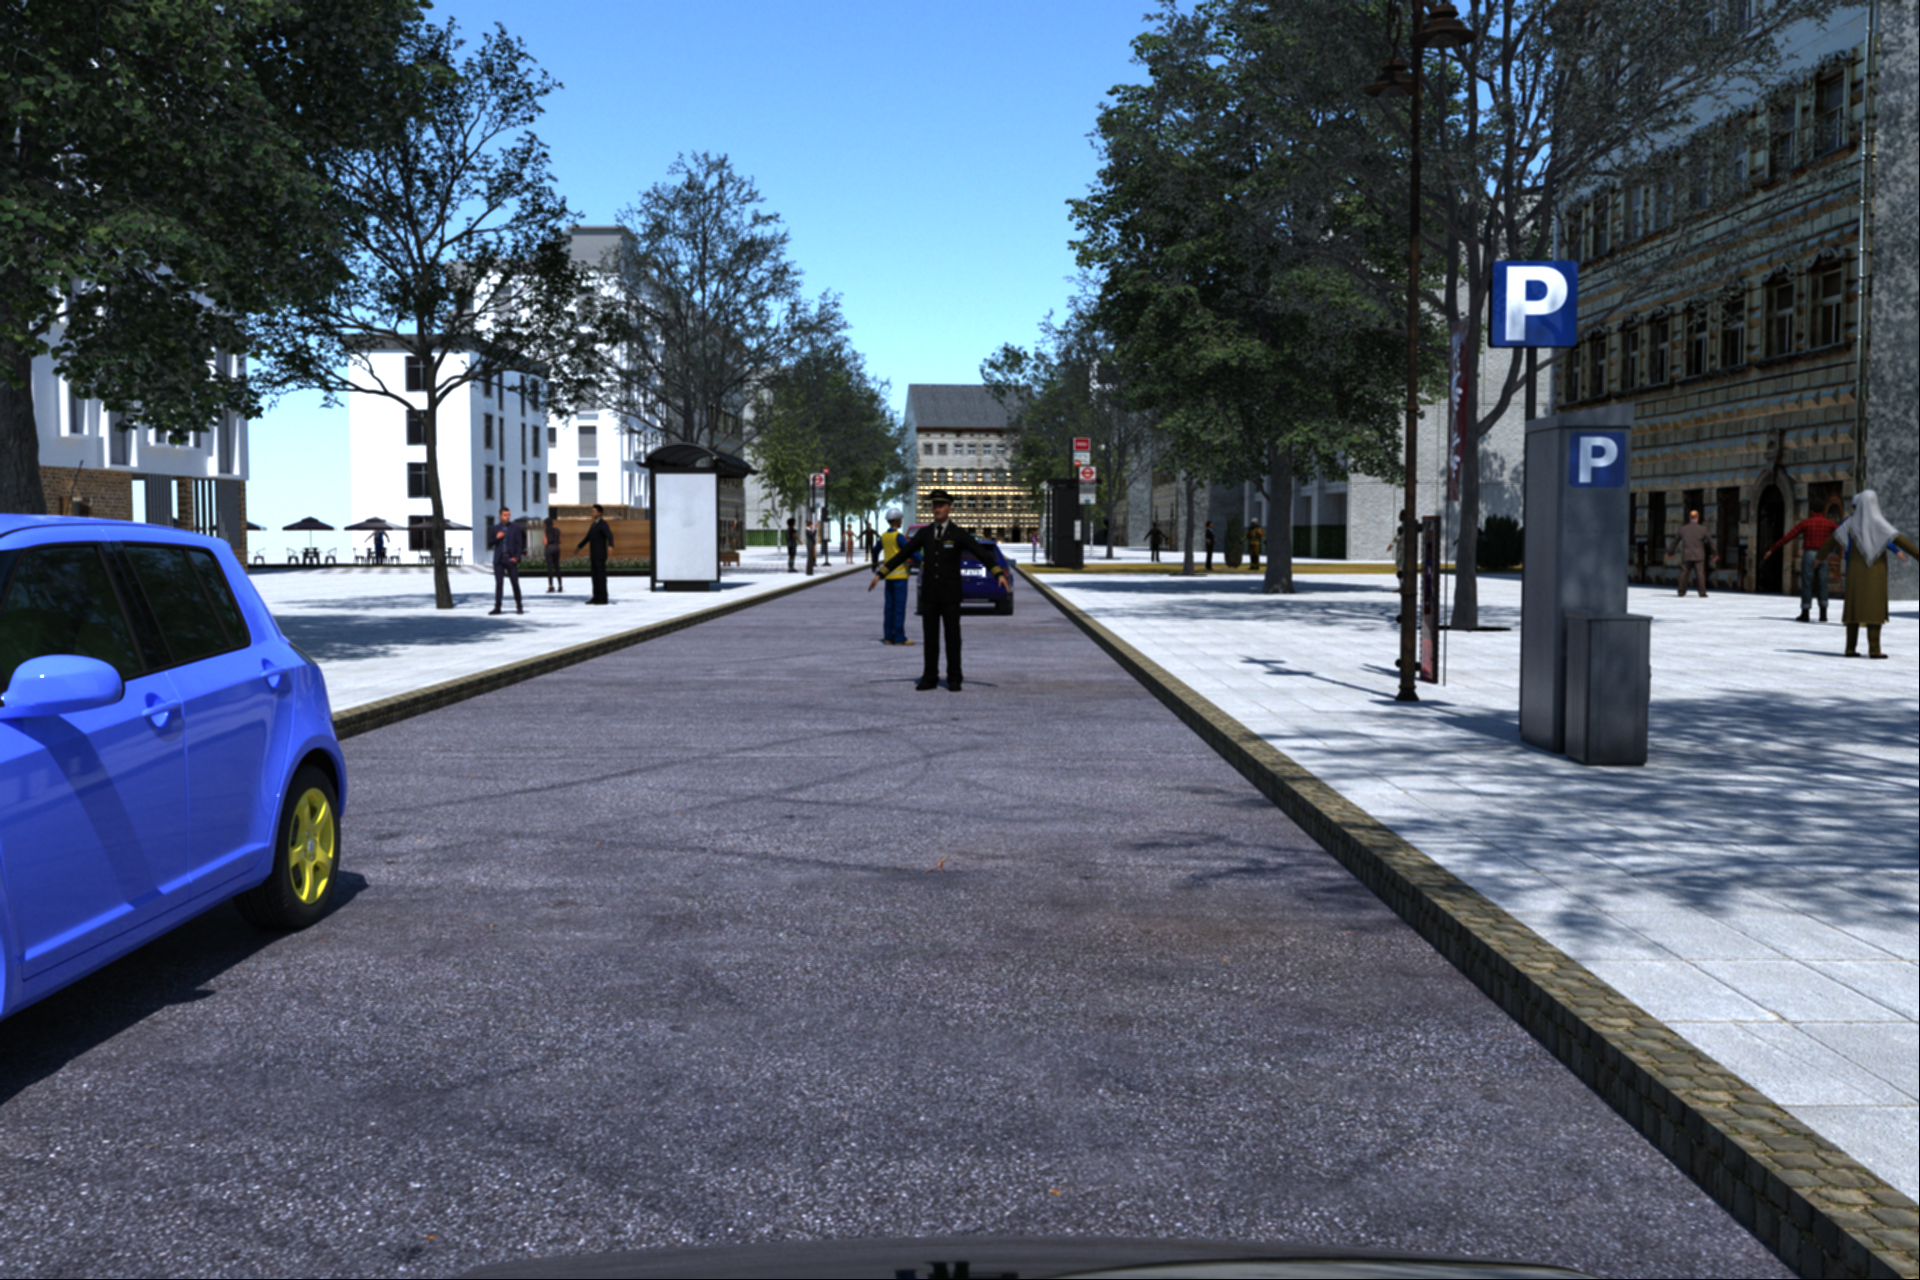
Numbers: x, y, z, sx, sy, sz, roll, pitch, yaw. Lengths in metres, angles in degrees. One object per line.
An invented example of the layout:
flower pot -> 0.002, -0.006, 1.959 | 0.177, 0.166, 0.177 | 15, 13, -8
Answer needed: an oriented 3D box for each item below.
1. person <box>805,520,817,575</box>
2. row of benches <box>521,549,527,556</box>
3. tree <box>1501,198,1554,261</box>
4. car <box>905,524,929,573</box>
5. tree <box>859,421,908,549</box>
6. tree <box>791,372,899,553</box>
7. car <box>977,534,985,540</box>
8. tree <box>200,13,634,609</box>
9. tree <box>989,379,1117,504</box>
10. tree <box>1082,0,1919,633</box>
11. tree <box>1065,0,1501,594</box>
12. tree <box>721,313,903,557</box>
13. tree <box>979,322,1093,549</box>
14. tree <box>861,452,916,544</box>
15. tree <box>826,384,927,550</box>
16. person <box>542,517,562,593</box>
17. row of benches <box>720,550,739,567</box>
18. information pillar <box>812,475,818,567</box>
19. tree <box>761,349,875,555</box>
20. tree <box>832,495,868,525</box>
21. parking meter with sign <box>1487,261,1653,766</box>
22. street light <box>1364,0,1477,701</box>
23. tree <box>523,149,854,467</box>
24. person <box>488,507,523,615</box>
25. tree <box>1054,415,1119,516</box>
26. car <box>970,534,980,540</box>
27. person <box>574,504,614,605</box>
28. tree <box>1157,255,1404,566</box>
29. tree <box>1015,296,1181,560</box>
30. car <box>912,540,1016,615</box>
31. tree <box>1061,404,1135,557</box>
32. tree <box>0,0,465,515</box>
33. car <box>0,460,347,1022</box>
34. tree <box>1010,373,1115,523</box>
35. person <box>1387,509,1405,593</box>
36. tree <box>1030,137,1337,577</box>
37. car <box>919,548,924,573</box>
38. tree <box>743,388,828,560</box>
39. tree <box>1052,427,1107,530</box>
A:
person -> -4.557, -2.876, 53.871 | 0.445, 1.727, 0.742 | -3, 5, -42
row of benches -> -18.297, -3.614, 74.553 | 1.422, 0.672, 4.104 | 2, 4, 26
tree -> 27.297, -13.261, 72.708 | 12.611, 20.169, 13.585 | 0, 3, 0
car -> -1.116, -3.297, 62.585 | 2.281, 1.827, 5.304 | 0, 3, 0
tree -> -8.217, -13.762, 150.757 | 9.928, 11.665, 9.643 | 0, 3, 0
tree -> -8.105, -12.347, 119.993 | 7.486, 12.596, 7.792 | 0, 3, 0
car -> 1.099, -7.035, 125.249 | 2.015, 1.641, 3.980 | 0, 4, 1
tree -> -9.187, -5.807, 29.353 | 7.601, 10.594, 8.767 | -1, 4, -17
tree -> 7.328, -13.817, 136.280 | 12.009, 13.543, 11.850 | 0, 3, 0
tree -> 6.887, -6.872, 22.728 | 12.009, 13.543, 11.850 | 0, 3, 0
tree -> 6.938, -7.983, 37.182 | 9.857, 13.997, 8.962 | 0, 3, 0
tree -> -8.102, -11.296, 95.051 | 12.009, 13.543, 11.850 | 0, 3, 0
tree -> 8.531, -18.143, 152.519 | 12.611, 20.169, 13.585 | 0, 3, 0
tree -> -7.520, -13.868, 161.159 | 8.767, 10.594, 7.601 | 2, 4, 34
tree -> -8.006, -14.053, 140.128 | 12.009, 13.543, 11.850 | 0, 3, 0
person -> -8.943, -1.862, 37.962 | 0.415, 1.643, 0.593 | 0, 4, 5
row of benches -> -9.932, -3.336, 70.014 | 1.422, 0.672, 4.104 | -2, 4, -29
information pillar -> -5.758, -4.713, 68.406 | 0.183, 3.616, 0.504 | 0, 4, 2
tree -> -8.753, -11.506, 106.254 | 7.486, 12.596, 7.792 | 0, 3, 0
tree -> -17.350, -20.887, 251.863 | 12.009, 13.543, 11.850 | 0, 3, 0
parking meter with sign -> 3.654, -0.860, 10.325 | 0.543, 3.016, 1.738 | 0, 4, 0
street light -> 3.449, -2.470, 13.180 | 0.468, 5.910, 1.993 | 0, 4, 0
tree -> -8.356, -8.826, 54.681 | 12.009, 13.543, 11.850 | 0, 3, 0
person -> -7.254, -1.265, 27.643 | 0.541, 1.710, 0.530 | 1, 4, 9
tree -> 7.039, -9.443, 104.749 | 4.360, 8.622, 3.978 | 0, 3, 0
car -> 0.604, -6.382, 116.144 | 2.131, 1.459, 4.920 | 0, 4, 1
person -> -6.617, -1.560, 31.557 | 0.704, 1.823, 1.345 | -3, 5, -40
tree -> 12.438, -9.713, 69.185 | 12.009, 13.543, 11.850 | 0, 3, 0
tree -> 7.682, -10.797, 86.904 | 12.009, 13.543, 11.850 | 0, 3, 0
car -> 0.081, -1.184, 31.939 | 1.945, 1.354, 3.894 | 0, 4, 0
tree -> 7.753, -9.073, 98.704 | 4.737, 8.622, 4.395 | 0, 3, 0
tree -> -9.096, -6.709, 16.341 | 9.857, 13.997, 8.962 | 0, 3, 0
car -> -3.202, 0.278, 5.041 | 1.945, 1.707, 3.694 | 0, 4, 1
tree -> 7.242, -12.434, 121.420 | 7.486, 12.596, 7.792 | 0, 3, 0
person -> 9.700, -1.948, 37.933 | 0.704, 1.819, 1.344 | 2, 4, 35
tree -> 7.122, -8.691, 52.467 | 12.009, 13.543, 11.850 | 0, 3, 0
car -> -0.377, -2.902, 56.241 | 1.959, 1.807, 4.718 | 0, 4, 1
tree -> -8.749, -8.224, 84.827 | 4.737, 8.622, 4.395 | 0, 3, 0
tree -> 7.497, -9.869, 111.713 | 4.360, 8.622, 3.978 | 0, 3, 0
